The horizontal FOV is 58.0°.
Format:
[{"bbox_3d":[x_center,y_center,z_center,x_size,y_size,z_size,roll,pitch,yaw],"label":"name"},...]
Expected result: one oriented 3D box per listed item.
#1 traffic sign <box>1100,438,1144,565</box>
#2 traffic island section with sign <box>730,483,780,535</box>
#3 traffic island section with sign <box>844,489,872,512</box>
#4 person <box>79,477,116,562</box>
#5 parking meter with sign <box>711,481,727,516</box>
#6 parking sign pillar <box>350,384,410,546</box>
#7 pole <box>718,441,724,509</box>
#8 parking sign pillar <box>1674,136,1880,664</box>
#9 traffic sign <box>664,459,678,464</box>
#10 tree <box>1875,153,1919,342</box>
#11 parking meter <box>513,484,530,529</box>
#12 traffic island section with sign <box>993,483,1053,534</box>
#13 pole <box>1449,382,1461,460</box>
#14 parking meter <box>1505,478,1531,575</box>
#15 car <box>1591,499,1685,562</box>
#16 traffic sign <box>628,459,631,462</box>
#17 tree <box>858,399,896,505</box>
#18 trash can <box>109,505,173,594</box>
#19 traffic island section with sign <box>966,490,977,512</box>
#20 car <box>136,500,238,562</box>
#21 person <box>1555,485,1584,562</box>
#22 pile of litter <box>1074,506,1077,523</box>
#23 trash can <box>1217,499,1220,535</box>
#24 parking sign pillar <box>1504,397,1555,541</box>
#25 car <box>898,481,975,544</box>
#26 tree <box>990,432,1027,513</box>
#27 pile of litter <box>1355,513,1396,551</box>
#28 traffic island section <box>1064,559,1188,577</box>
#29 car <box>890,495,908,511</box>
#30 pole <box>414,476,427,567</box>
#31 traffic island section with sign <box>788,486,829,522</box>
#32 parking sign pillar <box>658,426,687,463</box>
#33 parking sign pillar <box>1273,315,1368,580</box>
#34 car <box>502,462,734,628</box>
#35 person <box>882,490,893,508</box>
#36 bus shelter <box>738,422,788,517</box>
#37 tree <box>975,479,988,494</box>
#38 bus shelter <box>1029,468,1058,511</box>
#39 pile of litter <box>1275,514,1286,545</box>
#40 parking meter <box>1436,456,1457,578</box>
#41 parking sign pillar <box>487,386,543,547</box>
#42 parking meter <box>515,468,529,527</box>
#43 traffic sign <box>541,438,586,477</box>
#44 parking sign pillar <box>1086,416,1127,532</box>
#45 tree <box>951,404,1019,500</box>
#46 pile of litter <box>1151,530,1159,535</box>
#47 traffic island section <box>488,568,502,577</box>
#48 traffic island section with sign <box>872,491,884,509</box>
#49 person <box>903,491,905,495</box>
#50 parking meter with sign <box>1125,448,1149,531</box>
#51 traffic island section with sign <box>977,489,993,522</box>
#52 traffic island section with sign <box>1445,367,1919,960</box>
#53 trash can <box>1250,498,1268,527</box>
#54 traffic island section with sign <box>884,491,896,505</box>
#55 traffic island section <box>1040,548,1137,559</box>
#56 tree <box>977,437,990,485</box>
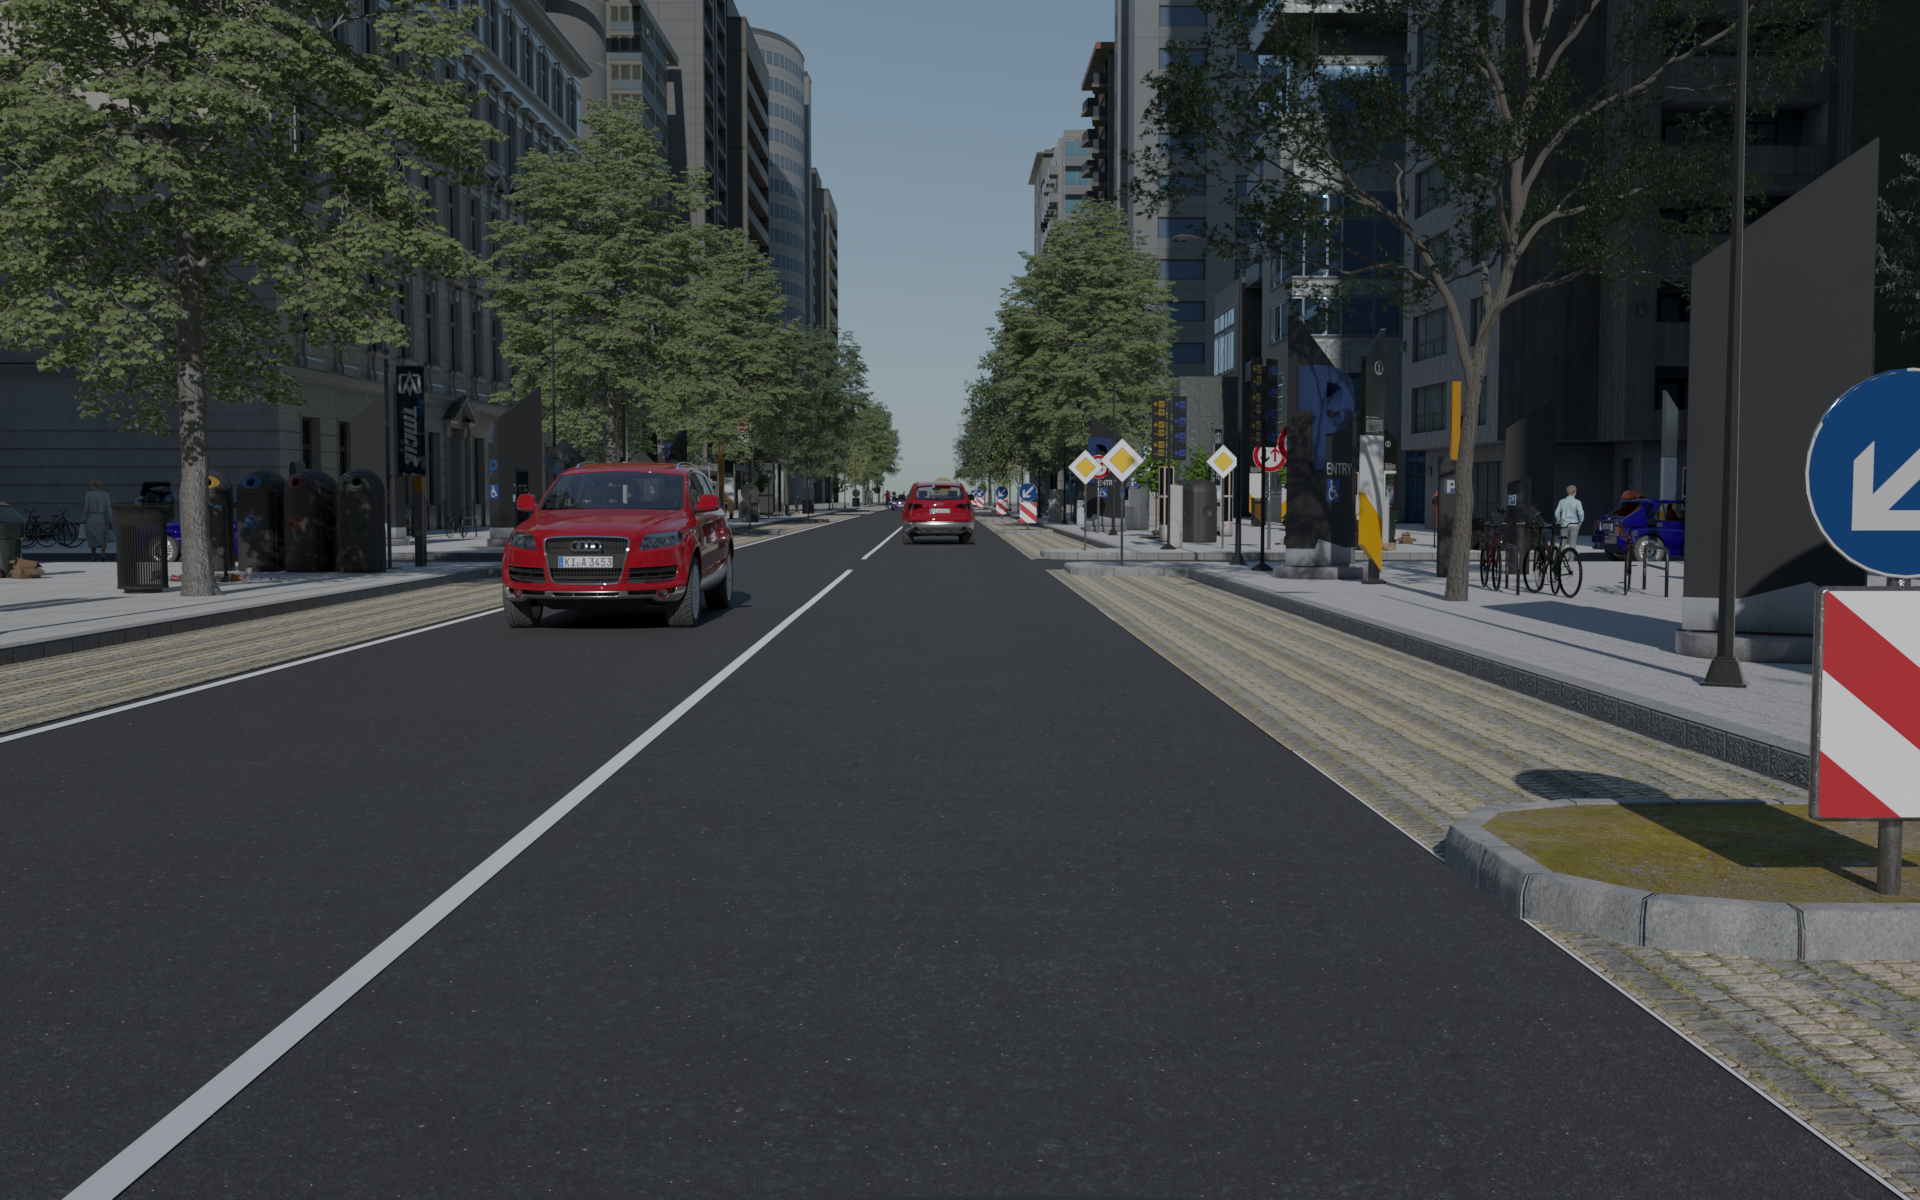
[{"bbox_3d":[2.919,-1.688,31.237,0.795,2.450,0.064,0,4,-1],"label":"traffic sign"},{"bbox_3d":[-7.470,-3.249,61.742,1.989,1.847,2.006,0,4,-1],"label":"traffic island section with sign"},{"bbox_3d":[-8.254,-7.958,138.740,1.989,1.847,2.006,0,4,-1],"label":"traffic island section with sign"},{"bbox_3d":[-17.455,-1.598,34.981,0.694,1.780,0.624,-1,4,-18],"label":"person"},{"bbox_3d":[-14.417,-6.528,102.999,0.543,3.016,1.738,-3,5,-43],"label":"parking meter with sign"},{"bbox_3d":[-14.428,-3.331,42.935,1.447,3.967,1.447,1,4,20],"label":"parking sign pillar"},{"bbox_3d":[-9.110,-4.419,66.093,0.158,3.312,0.155,0,3,0],"label":"pole"},{"bbox_3d":[6.460,-1.540,13.655,1.447,3.967,1.447,2,4,30],"label":"parking sign pillar"},{"bbox_3d":[-10.528,-3.862,63.253,0.768,2.556,0.104,0,4,5],"label":"traffic sign"},{"bbox_3d":[15.832,-4.615,25.816,4.360,8.622,3.978,0,3,0],"label":"tree"},{"bbox_3d":[-10.353,-1.986,40.887,0.372,1.533,0.369,0,3,0],"label":"parking meter"},{"bbox_3d":[2.295,-3.276,62.195,1.989,1.847,2.006,0,4,-1],"label":"traffic island section with sign"},{"bbox_3d":[8.991,-2.303,31.502,0.158,3.312,0.155,0,3,0],"label":"pole"},{"bbox_3d":[8.908,-1.176,27.644,0.372,1.533,0.369,0,3,0],"label":"parking meter"},{"bbox_3d":[15.130,-1.404,35.539,3.894,1.354,1.945,0,4,0],"label":"car"},{"bbox_3d":[-11.835,-3.818,62.530,0.768,2.556,0.104,0,4,5],"label":"traffic sign"},{"bbox_3d":[-11.013,-17.569,205.378,7.486,12.596,7.792,0,3,0],"label":"tree"},{"bbox_3d":[-10.612,-0.662,22.472,0.748,1.137,0.748,0,3,0],"label":"trash can"},{"bbox_3d":[1.507,-7.975,139.013,1.989,1.847,2.006,0,4,-1],"label":"traffic island section with sign"},{"bbox_3d":[-14.793,-1.402,35.501,3.894,1.354,1.945,0,4,-1],"label":"car"},{"bbox_3d":[12.028,-1.458,34.155,0.330,1.601,0.589,-3,5,-43],"label":"person"},{"bbox_3d":[5.522,-3.788,75.897,1.176,0.858,1.719,2,4,25],"label":"pile of litter"},{"bbox_3d":[8.238,-2.639,54.798,0.748,1.137,0.748,0,3,0],"label":"trash can"},{"bbox_3d":[15.888,-3.661,48.322,1.447,3.967,1.447,1,4,18],"label":"parking sign pillar"},{"bbox_3d":[-0.674,-2.576,50.787,2.281,1.827,5.304,0,4,-3],"label":"car"},{"bbox_3d":[4.975,-11.654,140.899,4.737,8.622,4.395,0,3,0],"label":"tree"},{"bbox_3d":[9.435,-1.579,39.780,1.176,0.858,1.719,0,4,8],"label":"pile of litter"},{"bbox_3d":[2.943,-0.552,31.314,2.009,0.180,2.903,0,4,-1],"label":"traffic island section"},{"bbox_3d":[-5.186,-8.519,151.859,1.945,1.354,3.894,0,4,-1],"label":"car"},{"bbox_3d":[-9.535,-2.245,30.546,0.158,3.312,0.155,0,3,0],"label":"pole"},{"bbox_3d":[-7.744,-4.911,88.917,1.989,1.847,2.006,0,4,-1],"label":"traffic island section with sign"},{"bbox_3d":[-10.737,-4.708,65.442,1.447,3.967,1.447,1,4,13],"label":"parking sign pillar"},{"bbox_3d":[5.555,-2.329,26.557,1.447,3.967,1.447,-3,5,-44],"label":"parking sign pillar"},{"bbox_3d":[-3.865,-0.707,20.237,2.281,1.827,5.304,0,4,-1],"label":"car"},{"bbox_3d":[-7.236,-10.013,172.175,1.348,1.831,0.705,2,4,24],"label":"person"},{"bbox_3d":[-11.330,-7.429,99.089,2.179,5.291,8.768,0,4,-1],"label":"bus shelter"},{"bbox_3d":[2.983,-15.493,247.913,1.663,3.219,1.824,0,3,0],"label":"tree"},{"bbox_3d":[5.357,-7.186,111.417,2.014,3.302,5.546,0,4,0],"label":"bus shelter"},{"bbox_3d":[8.545,-1.805,43.473,1.176,0.858,1.719,0,4,-4],"label":"pile of litter"},{"bbox_3d":[7.550,-1.279,26.622,0.399,1.863,0.255,1,4,9],"label":"parking meter"},{"bbox_3d":[-10.978,-3.322,42.795,1.447,3.967,1.447,3,5,41],"label":"parking sign pillar"},{"bbox_3d":[-9.692,-1.995,38.333,0.255,1.863,0.399,-1,4,-21],"label":"parking meter"},{"bbox_3d":[-7.125,-1.683,31.154,0.795,2.450,0.064,0,4,-1],"label":"traffic sign"},{"bbox_3d":[4.985,-4.328,59.234,1.447,3.967,1.447,2,4,34],"label":"parking sign pillar"},{"bbox_3d":[4.119,-16.459,179.467,12.009,13.543,11.850,0,3,0],"label":"tree"},{"bbox_3d":[6.507,-2.425,53.618,1.176,0.858,1.719,0,4,6],"label":"pile of litter"},{"bbox_3d":[-7.148,-0.546,31.215,2.009,0.180,2.903,0,4,-1],"label":"traffic island section"},{"bbox_3d":[-8.535,-9.606,165.693,1.989,1.847,2.006,0,4,-1],"label":"traffic island section with sign"},{"bbox_3d":[-8.506,-15.643,263.900,0.705,1.869,1.348,1,4,16],"label":"person"},{"bbox_3d":[6.305,-3.985,61.410,0.543,3.016,1.738,2,4,34],"label":"parking meter with sign"},{"bbox_3d":[2.024,-4.925,89.148,1.989,1.847,2.006,0,4,-1],"label":"traffic island section with sign"},{"bbox_3d":[2.873,0.147,6.232,1.989,1.847,2.006,0,4,-1],"label":"traffic island section with sign"},{"bbox_3d":[11.704,-3.436,67.825,0.748,1.137,0.748,0,3,0],"label":"trash can"},{"bbox_3d":[-9.117,-13.038,221.797,1.989,1.847,2.006,0,4,-1],"label":"traffic island section with sign"},{"bbox_3d":[2.861,-1.041,39.299,2.009,0.180,2.903,0,4,-1],"label":"traffic island section"},{"bbox_3d":[3.975,-12.575,155.956,4.737,8.622,4.395,0,3,0],"label":"tree"}]
